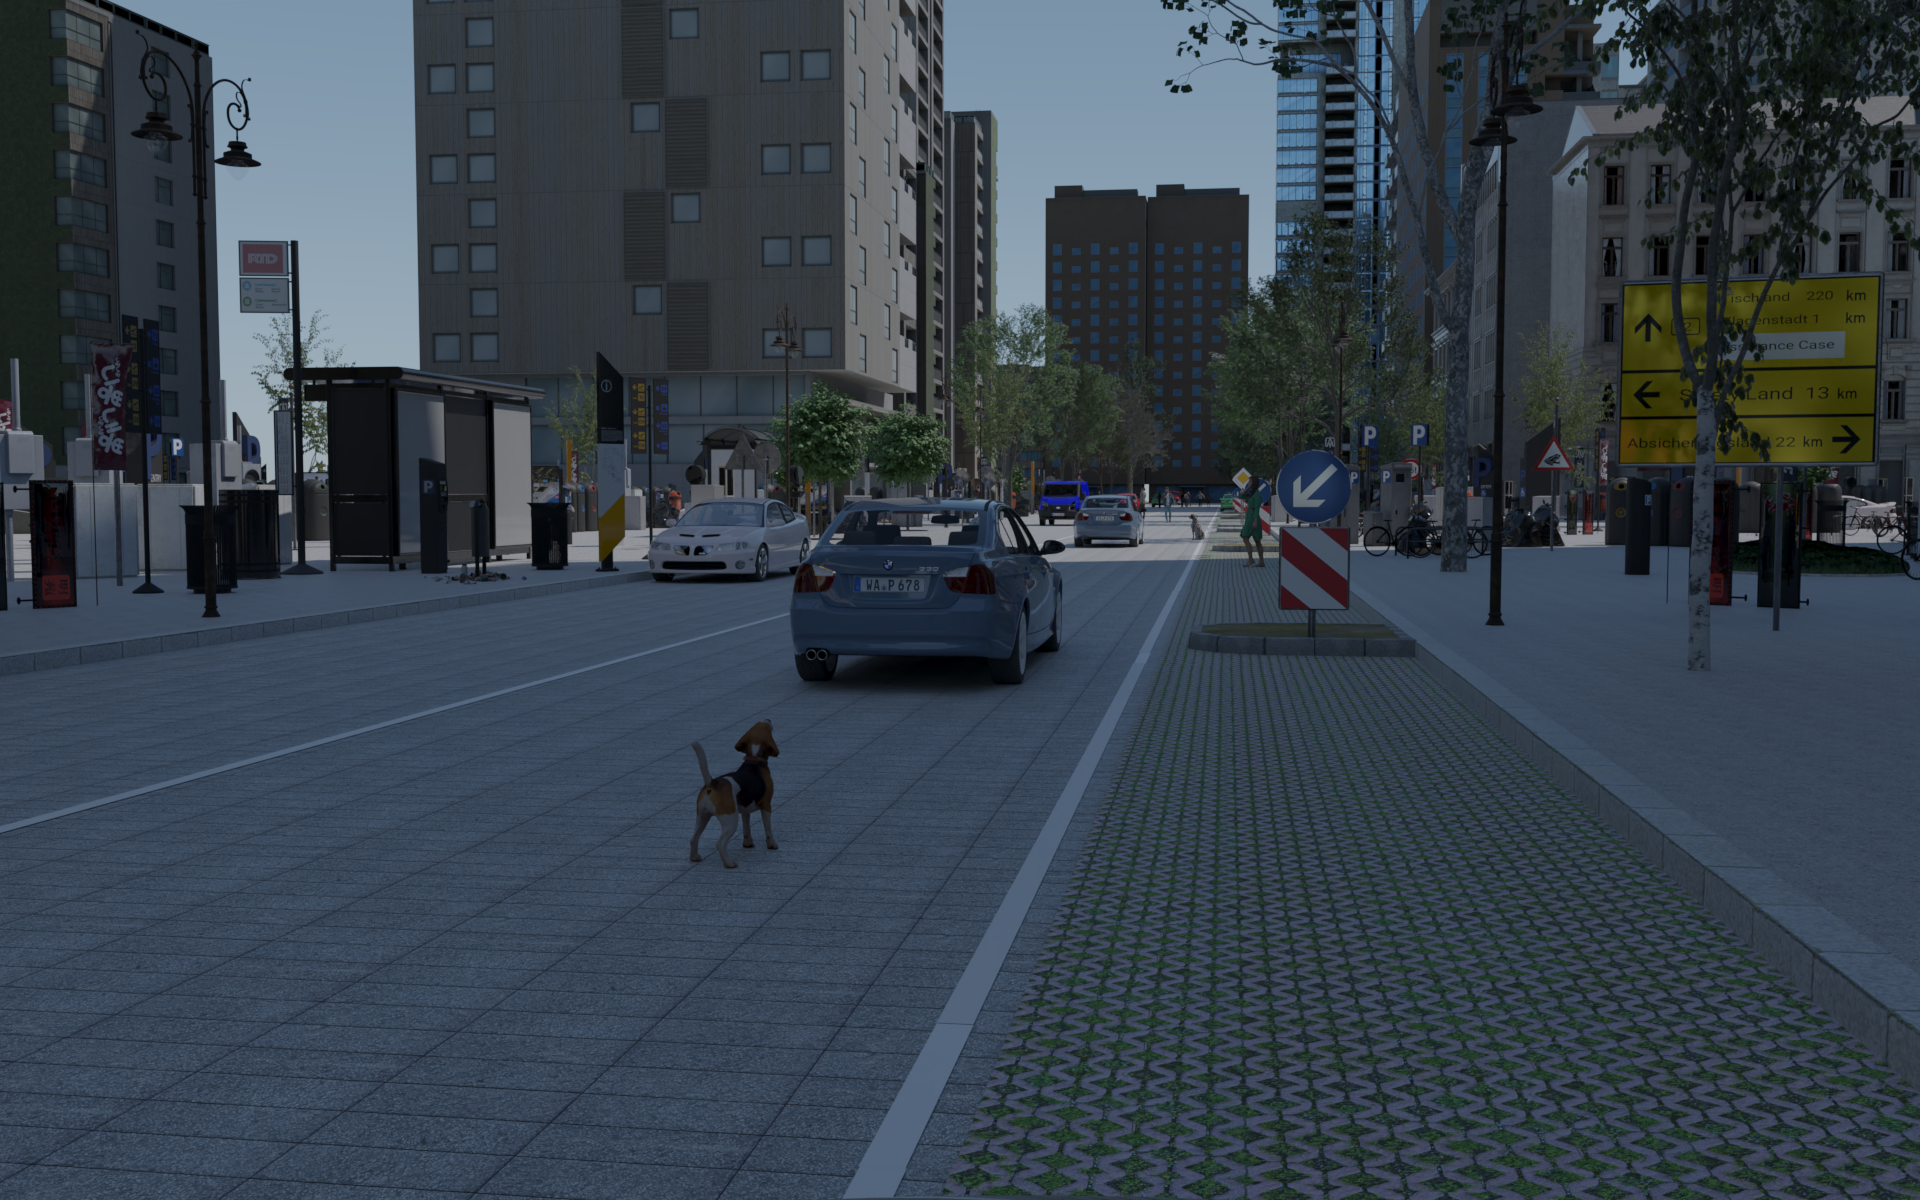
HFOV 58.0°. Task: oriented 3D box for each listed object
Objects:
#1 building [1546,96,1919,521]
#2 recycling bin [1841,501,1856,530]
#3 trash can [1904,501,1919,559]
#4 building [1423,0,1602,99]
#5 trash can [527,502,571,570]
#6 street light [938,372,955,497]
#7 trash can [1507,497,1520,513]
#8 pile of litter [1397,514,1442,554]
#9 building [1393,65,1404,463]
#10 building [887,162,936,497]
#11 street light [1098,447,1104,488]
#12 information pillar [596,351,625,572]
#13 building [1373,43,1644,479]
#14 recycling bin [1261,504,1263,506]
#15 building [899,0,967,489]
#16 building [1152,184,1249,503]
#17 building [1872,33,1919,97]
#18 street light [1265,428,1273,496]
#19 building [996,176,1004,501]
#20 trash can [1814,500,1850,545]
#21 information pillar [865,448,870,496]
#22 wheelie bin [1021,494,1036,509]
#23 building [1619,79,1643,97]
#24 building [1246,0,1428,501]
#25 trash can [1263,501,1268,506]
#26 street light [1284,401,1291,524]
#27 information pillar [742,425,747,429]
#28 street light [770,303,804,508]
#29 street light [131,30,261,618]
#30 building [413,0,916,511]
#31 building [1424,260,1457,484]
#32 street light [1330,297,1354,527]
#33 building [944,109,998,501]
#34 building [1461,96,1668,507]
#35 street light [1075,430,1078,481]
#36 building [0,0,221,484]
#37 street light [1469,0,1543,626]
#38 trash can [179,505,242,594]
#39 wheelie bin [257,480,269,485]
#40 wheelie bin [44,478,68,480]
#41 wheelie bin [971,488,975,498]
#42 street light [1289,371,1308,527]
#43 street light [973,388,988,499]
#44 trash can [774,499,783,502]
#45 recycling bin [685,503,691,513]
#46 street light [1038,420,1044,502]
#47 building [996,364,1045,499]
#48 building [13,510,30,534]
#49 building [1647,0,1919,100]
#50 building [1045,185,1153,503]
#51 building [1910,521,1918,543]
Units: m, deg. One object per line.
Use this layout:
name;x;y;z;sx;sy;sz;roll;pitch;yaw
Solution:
building;39.798;-14.574;87.438;18.267;20.994;9.793;1;4;9
recycling bin;31.592;-3.031;62.112;0.722;1.027;0.722;-2;4;-26
trash can;19.170;-1.394;34.438;0.748;1.137;0.748;0;3;0
building;47.645;-30.801;153.711;14.600;45.320;14.200;1;4;9
trash can;-6.955;-1.082;29.350;0.748;1.137;0.748;0;3;0
street light;-0.526;-5.695;65.900;0.468;5.910;1.993;1;4;9
trash can;27.830;-4.605;86.947;0.748;1.137;0.748;0;3;0
pile of litter;10.195;-1.451;37.688;1.719;0.858;1.176;-2;4;-30
building;49.947;-31.657;167.698;14.600;45.320;14.200;1;4;9
building;-10.120;-22.863;145.507;14.160;30.474;14.107;1;4;9
street light;11.944;-10.677;147.348;0.468;5.910;1.993;1;4;9
information pillar;-5.785;-2.281;28.646;0.183;3.616;0.504;3;5;45
building;58.196;-34.821;188.927;23.786;49.044;30.456;1;4;9
recycling bin;22.023;-6.959;126.336;0.722;1.027;0.722;2;4;32
building;-10.125;-44.272;162.091;20.563;71.187;20.611;1;4;9
building;34.642;-36.830;252.274;14.200;45.320;14.600;1;4;9
building;66.465;-17.355;88.262;34.151;26.468;19.350;1;4;9
street light;17.805;-7.701;98.694;0.468;5.910;1.993;1;4;9
building;-9.140;-33.574;203.555;28.867;44.769;22.147;1;4;9
trash can;20.041;-1.724;39.841;0.748;1.137;0.748;0;3;0
information pillar;-3.591;-4.620;66.886;0.183;3.616;0.504;-1;4;-16
wheelie bin;5.134;-7.620;132.494;0.980;1.594;0.693;-1;4;-17
building;87.930;-43.079;246.338;28.212;58.520;21.231;1;4;9
building;57.401;-57.349;250.331;31.000;86.520;22.319;1;4;9
trash can;19.070;-5.846;107.235;0.748;1.137;0.748;0;3;0
street light;14.198;-6.243;74.857;0.468;5.910;1.993;1;4;9
information pillar;-7.098;-4.093;58.278;0.504;3.616;0.183;0;4;0
street light;-4.190;-4.238;42.072;0.468;5.910;1.993;1;4;9
street light;-7.814;-2.759;17.897;0.468;5.910;1.993;1;4;9
building;-18.050;-32.229;116.177;28.713;52.752;27.495;1;4;9
building;42.928;-18.215;133.976;11.583;22.565;21.152;1;4;9
street light;8.939;-4.153;40.689;0.468;5.910;1.993;1;4;9
building;-3.949;-30.384;180.370;14.154;41.232;14.086;1;4;9
building;40.185;-18.077;113.585;12.078;24.808;19.932;1;4;9
street light;8.284;-9.206;123.298;0.468;5.910;1.993;1;4;9
building;-54.420;-20.267;103.073;14.107;30.474;14.160;1;4;9
street light;5.236;-2.690;16.775;0.468;5.910;1.993;1;4;9
trash can;-9.690;-0.658;22.417;0.748;1.137;0.748;0;3;0
wheelie bin;-15.538;-1.877;38.596;0.693;1.594;0.980;-3;4;-36
wheelie bin;-17.643;-1.582;33.767;0.980;1.594;0.693;-2;4;-25
wheelie bin;0.331;-5.088;91.096;0.980;1.594;0.693;-3;4;-38
street light;12.726;-5.627;64.782;0.468;5.910;1.993;1;4;9
street light;0.897;-6.268;75.269;0.468;5.910;1.993;1;4;9
trash can;-5.091;-2.120;46.320;0.748;1.137;0.748;0;3;0
recycling bin;-7.496;-2.298;50.133;0.722;1.027;0.722;-3;4;-36
street light;4.643;-7.725;99.085;0.468;5.910;1.993;1;4;9
building;-0.224;-25.657;264.537;28.899;21.520;27.650;1;4;9
building;-39.229;-21.422;42.132;23.993;40.220;32.217;1;4;9
building;91.399;-39.525;188.238;28.212;58.520;21.231;1;4;9
building;20.219;-36.891;253.281;14.200;45.320;14.600;1;4;9
building;33.213;-29.985;32.261;21.231;58.520;28.212;1;4;9
